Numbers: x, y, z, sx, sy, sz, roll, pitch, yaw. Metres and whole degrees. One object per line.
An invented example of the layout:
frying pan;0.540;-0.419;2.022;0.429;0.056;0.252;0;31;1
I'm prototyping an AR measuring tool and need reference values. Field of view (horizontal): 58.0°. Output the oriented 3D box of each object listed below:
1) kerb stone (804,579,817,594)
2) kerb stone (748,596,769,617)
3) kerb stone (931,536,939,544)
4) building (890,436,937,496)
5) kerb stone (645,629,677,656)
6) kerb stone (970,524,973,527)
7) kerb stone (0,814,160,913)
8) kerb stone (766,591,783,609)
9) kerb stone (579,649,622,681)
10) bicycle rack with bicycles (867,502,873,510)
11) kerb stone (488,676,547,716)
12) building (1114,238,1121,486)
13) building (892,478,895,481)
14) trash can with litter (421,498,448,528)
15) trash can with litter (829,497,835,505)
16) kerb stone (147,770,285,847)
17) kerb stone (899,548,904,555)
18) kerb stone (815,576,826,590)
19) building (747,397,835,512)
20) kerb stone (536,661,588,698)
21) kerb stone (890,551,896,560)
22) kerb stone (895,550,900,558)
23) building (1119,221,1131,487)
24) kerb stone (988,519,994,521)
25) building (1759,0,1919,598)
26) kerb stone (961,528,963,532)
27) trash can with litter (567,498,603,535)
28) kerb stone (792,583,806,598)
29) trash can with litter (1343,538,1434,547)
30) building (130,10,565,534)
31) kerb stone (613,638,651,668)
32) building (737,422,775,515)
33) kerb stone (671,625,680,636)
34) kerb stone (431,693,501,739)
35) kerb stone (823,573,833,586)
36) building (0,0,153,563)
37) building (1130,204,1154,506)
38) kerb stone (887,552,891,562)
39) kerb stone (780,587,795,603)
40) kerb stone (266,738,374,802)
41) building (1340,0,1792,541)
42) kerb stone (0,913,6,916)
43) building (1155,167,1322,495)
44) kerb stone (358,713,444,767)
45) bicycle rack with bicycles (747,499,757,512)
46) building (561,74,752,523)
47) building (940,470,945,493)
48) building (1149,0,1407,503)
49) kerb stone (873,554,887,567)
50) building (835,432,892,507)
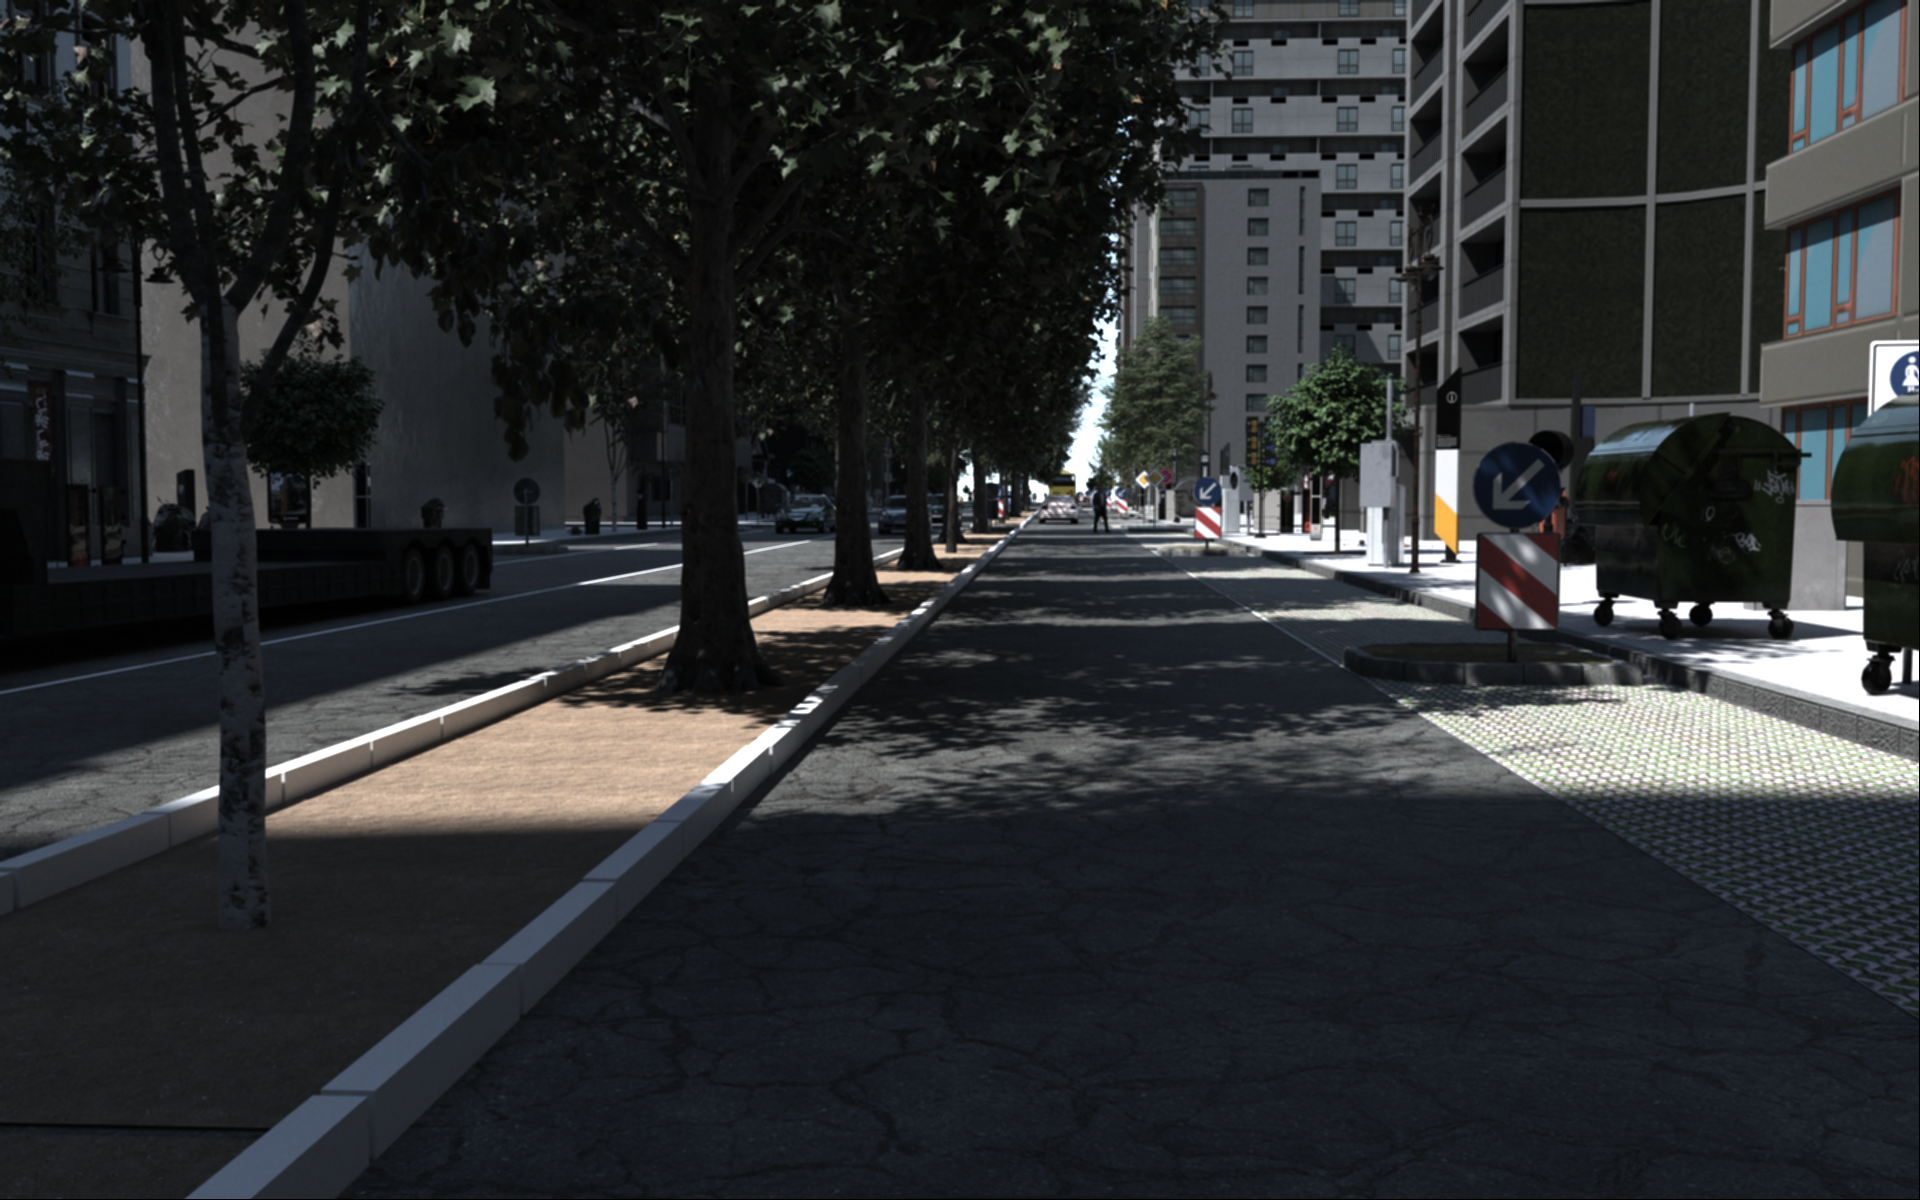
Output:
kerb stone;-2.223;-0.164;24.870;0.120;0.150;1.000;0;4;3
kerb stone;-2.460;0.086;20.783;0.120;0.150;1.000;0;4;3
kerb stone;-0.727;-1.792;51.499;0.120;0.150;1.000;0;4;3
building;-10.518;-37.556;264.146;14.600;45.320;14.200;0;4;3
kerb stone;-2.750;0.400;15.648;0.120;0.150;1.000;0;4;3
kerb stone;0.640;-3.262;75.544;0.120;0.150;1.000;0;4;3
kerb stone;-3.260;0.963;6.451;0.120;0.150;1.000;0;4;3
kerb stone;-2.400;0.024;21.804;0.120;0.150;1.000;0;4;3
kerb stone;-2.862;0.525;13.604;0.120;0.150;1.000;0;4;3
bicycle rack with bicycles;-8.486;-7.556;136.923;2.925;0.926;2.852;0;4;5
kerb stone;-2.979;0.654;11.563;0.120;0.150;1.000;0;4;3
building;37.213;-38.964;291.688;22.147;44.769;28.867;0;4;3
building;-21.732;-36.907;192.675;28.713;52.752;27.495;0;4;3
trash can with litter;-14.730;-2.233;47.896;0.624;1.170;1.055;2;4;28
trash can with litter;-8.437;-6.373;115.581;1.055;1.170;0.624;3;5;43
kerb stone;-3.211;0.900;7.479;0.120;0.150;1.000;0;4;3
kerb stone;-1.422;-1.040;39.203;0.120;0.150;1.000;0;4;3
kerb stone;-2.171;-0.226;25.892;0.120;0.150;1.000;0;4;3
building;-16.609;-18.435;131.088;12.332;23.373;15.834;0;4;3
kerb stone;-2.917;0.588;12.583;0.120;0.150;1.000;0;4;3
kerb stone;-1.532;-0.915;37.152;0.120;0.150;1.000;0;4;3
kerb stone;-1.480;-0.978;38.178;0.120;0.150;1.000;0;4;3
building;29.551;-36.181;241.671;14.600;45.320;14.200;0;4;3
kerb stone;1.793;-4.514;95.999;0.120;0.150;1.000;0;4;3
building;24.324;-10.021;8.878;27.650;21.520;28.899;0;4;3
kerb stone;0.033;-2.604;64.808;0.120;0.150;1.000;0;4;3
trash can with litter;-11.819;-2.642;54.577;1.055;1.170;0.624;-2;4;-24
kerb stone;-2.287;-0.101;23.850;0.120;0.150;1.000;0;4;3
trash can with litter;10.386;-1.923;42.492;1.678;1.210;2.233;-2;4;-31
building;-32.064;-15.285;54.418;34.151;26.468;19.350;0;4;3
kerb stone;-2.804;0.463;14.625;0.120;0.150;1.000;0;4;3
building;-20.440;-14.806;109.534;16.820;18.784;16.811;0;4;3
kerb stone;-2.692;0.338;16.676;0.120;0.150;1.000;0;4;3
kerb stone;-3.028;0.714;10.542;0.120;0.150;1.000;0;4;3
kerb stone;-2.120;-0.287;26.913;0.120;0.150;1.000;0;4;3
building;-21.858;-10.849;26.529;9.793;20.994;18.267;0;4;3
building;30.758;-40.547;204.941;21.231;58.520;28.212;0;4;3
kerb stone;-1.592;-0.852;36.127;0.120;0.150;1.000;0;4;3
kerb stone;-2.343;-0.039;22.828;0.120;0.150;1.000;0;4;3
kerb stone;-3.148;0.838;8.499;0.120;0.150;1.000;0;4;3
building;23.171;-37.377;49.372;20.563;71.187;20.611;0;4;3
kerb stone;-3.322;1.035;5.420;0.120;0.150;1.000;0;4;3
building;24.756;-23.580;157.236;14.160;30.474;14.107;0;4;3
kerb stone;-3.090;0.776;9.521;0.120;0.150;1.000;0;4;3
bicycle rack with bicycles;-14.694;-6.632;121.813;2.925;0.926;2.852;2;4;31
building;-19.715;-18.061;88.810;14.314;27.812;24.014;0;4;3
building;-15.460;-27.045;287.230;27.650;21.520;28.899;0;4;3
building;33.466;-35.940;176.861;28.713;52.752;27.495;0;4;3
kerb stone;-1.641;-0.790;35.106;0.120;0.150;1.000;0;4;3
building;-21.653;-19.565;164.919;27.650;21.520;28.899;0;4;3
